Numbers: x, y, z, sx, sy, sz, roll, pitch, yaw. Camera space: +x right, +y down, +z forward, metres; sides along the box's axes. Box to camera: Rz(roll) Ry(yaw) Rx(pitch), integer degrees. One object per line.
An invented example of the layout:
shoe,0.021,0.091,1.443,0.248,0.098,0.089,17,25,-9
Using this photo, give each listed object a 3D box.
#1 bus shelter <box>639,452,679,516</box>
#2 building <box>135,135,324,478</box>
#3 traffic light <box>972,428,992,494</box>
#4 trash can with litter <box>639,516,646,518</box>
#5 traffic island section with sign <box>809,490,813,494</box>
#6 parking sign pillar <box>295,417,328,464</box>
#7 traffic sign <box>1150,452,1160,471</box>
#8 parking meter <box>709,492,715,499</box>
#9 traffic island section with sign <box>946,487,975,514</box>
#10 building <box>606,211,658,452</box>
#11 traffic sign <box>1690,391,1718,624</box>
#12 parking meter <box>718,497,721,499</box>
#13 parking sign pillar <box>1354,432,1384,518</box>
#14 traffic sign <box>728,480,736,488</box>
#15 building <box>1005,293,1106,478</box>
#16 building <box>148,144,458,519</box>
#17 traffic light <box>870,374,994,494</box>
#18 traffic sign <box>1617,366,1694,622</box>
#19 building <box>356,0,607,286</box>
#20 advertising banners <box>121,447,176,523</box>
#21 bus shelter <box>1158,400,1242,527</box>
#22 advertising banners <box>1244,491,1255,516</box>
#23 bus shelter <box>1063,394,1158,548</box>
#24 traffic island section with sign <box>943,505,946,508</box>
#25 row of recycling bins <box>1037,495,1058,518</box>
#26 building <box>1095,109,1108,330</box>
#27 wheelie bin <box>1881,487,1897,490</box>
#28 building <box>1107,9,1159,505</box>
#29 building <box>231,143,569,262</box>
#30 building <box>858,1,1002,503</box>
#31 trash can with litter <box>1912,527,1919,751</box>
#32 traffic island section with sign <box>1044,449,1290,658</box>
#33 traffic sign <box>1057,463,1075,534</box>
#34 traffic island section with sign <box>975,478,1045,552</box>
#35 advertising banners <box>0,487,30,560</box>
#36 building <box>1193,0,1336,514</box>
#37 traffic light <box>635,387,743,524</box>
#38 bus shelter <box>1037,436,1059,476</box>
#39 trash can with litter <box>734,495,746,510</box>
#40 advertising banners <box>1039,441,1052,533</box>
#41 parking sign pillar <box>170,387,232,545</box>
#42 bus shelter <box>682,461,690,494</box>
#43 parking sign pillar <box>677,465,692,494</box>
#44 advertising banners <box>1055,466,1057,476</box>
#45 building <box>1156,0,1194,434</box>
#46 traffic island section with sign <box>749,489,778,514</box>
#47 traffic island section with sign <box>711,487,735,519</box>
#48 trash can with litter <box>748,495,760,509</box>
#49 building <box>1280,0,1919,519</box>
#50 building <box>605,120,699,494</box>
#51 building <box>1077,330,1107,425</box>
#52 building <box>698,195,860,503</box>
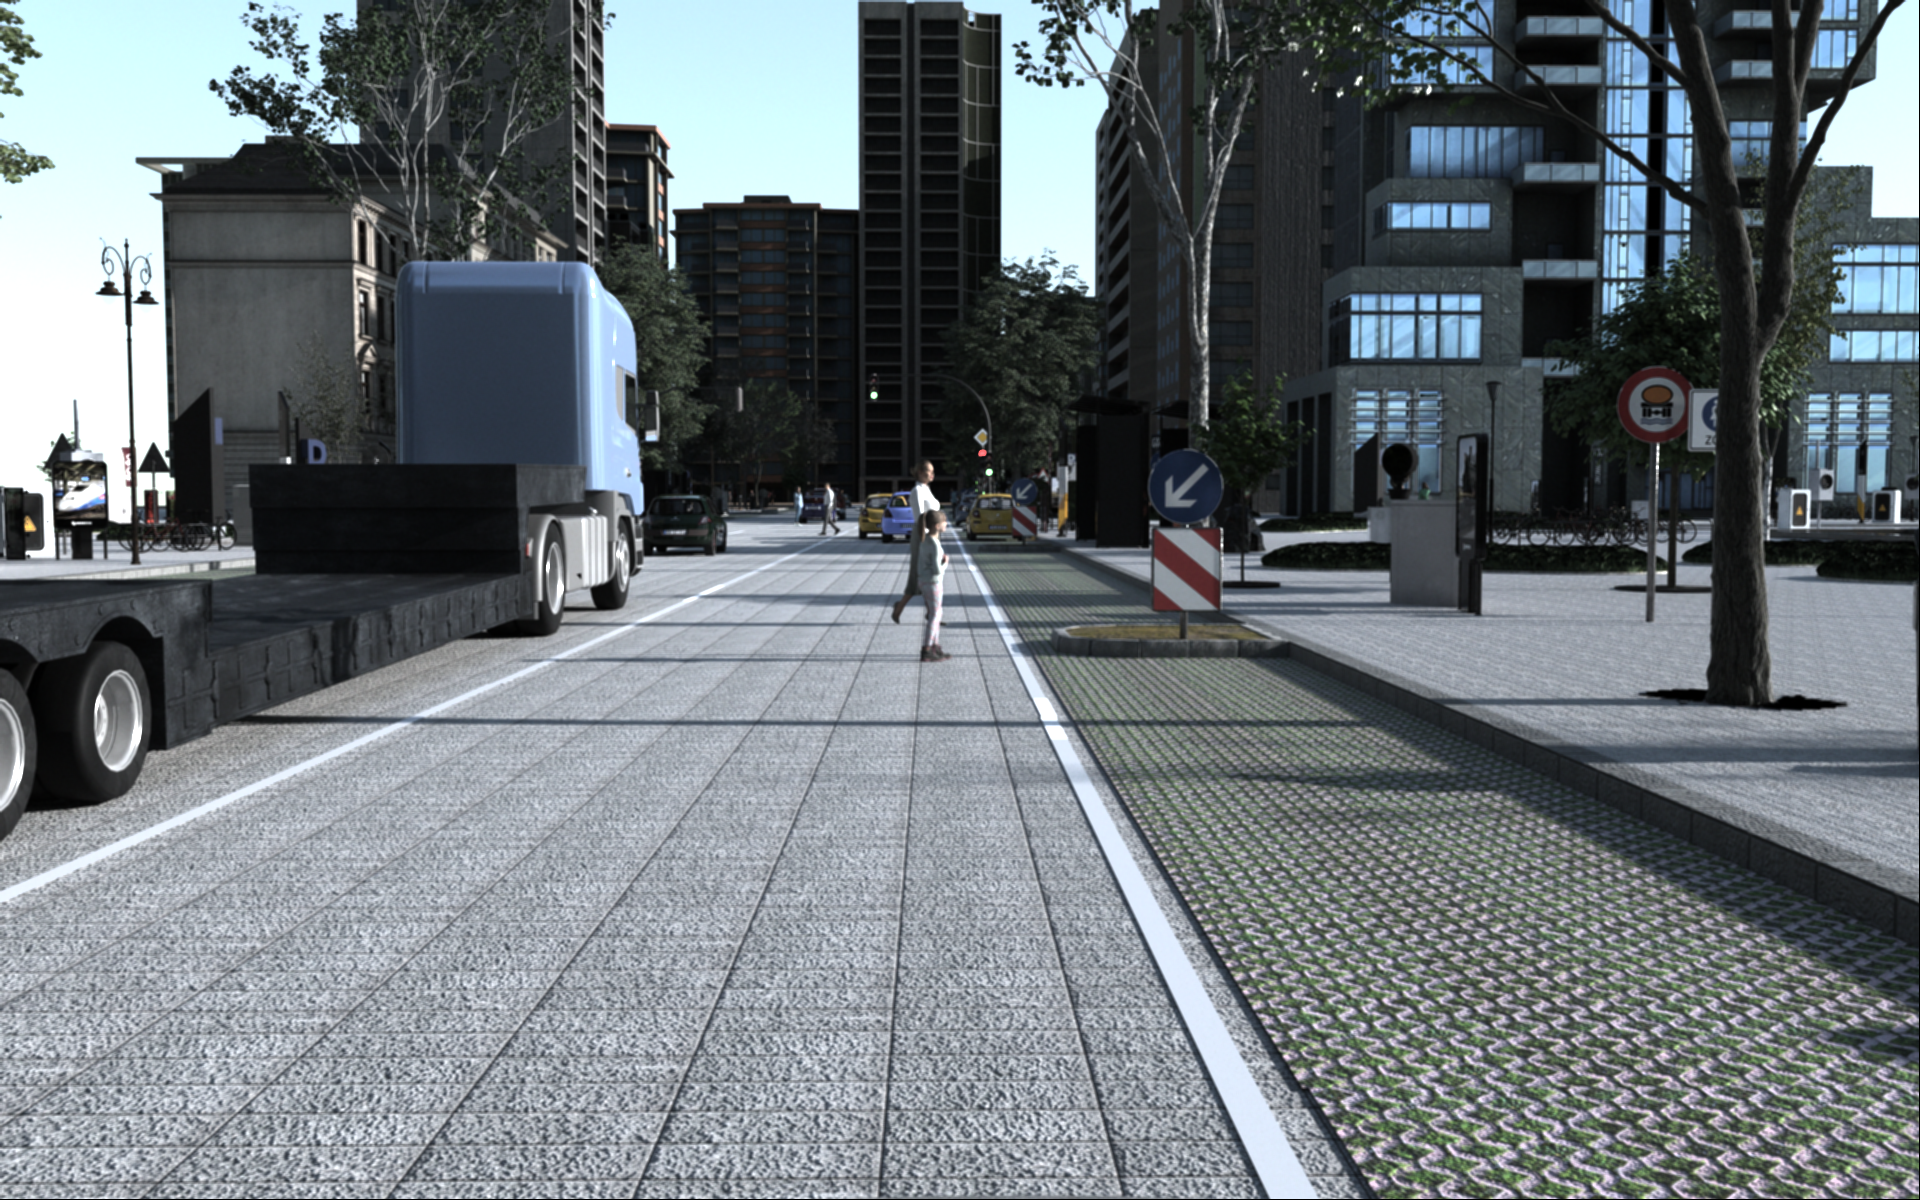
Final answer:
bus shelter,-17.457,-6.613,99.406,1.731,3.624,6.357,0,4,-1
building,-72.872,-30.698,193.791,23.993,40.220,32.217,0,4,-1
traffic light,0.946,-5.191,73.800,0.839,4.253,0.868,0,4,-1
trash can with litter,-17.588,-5.106,94.548,2.233,1.210,1.678,1,4,9
traffic island section with sign,-14.978,-10.203,175.448,1.989,1.847,2.006,0,4,-1
parking sign pillar,-23.024,-4.472,61.583,1.447,3.967,1.447,1,4,14
traffic sign,6.006,-3.138,51.416,0.768,2.556,0.104,0,4,1
parking meter,-16.047,-6.348,112.200,0.372,1.533,0.369,0,3,0
traffic island section with sign,0.199,-7.156,125.624,1.989,1.847,2.006,0,4,-1
building,-39.062,-24.766,176.617,14.160,30.474,14.107,0,4,-1
traffic sign,7.390,-0.904,16.911,0.606,2.300,0.079,0,4,2
parking meter,-16.251,-6.620,116.650,0.372,1.533,0.369,0,3,0
parking sign pillar,17.796,-5.317,75.409,1.447,3.967,1.447,-3,4,-37
traffic sign,-16.620,-7.591,126.241,0.606,2.300,0.079,0,4,8
building,13.681,-29.422,252.753,14.107,30.474,14.160,0,4,-1
building,-35.343,-14.180,96.474,10.561,19.102,19.286,0,4,-1
traffic light,-1.023,-5.564,65.642,4.771,5.953,1.251,0,4,-1
traffic sign,6.937,-1.053,17.329,0.768,2.556,0.104,0,4,6
building,-41.255,-44.022,158.012,20.563,71.187,20.611,0,4,-1
advertising banners,-30.342,-4.210,65.013,2.074,3.025,0.090,-3,5,-42
bus shelter,6.229,-3.363,46.272,1.731,3.624,6.357,0,4,-1
advertising banners,12.312,-5.028,78.388,2.074,3.025,0.090,0,4,-7
bus shelter,3.683,-3.221,43.939,1.731,3.624,6.357,0,4,-1
traffic island section with sign,-0.547,-10.236,175.992,1.989,1.847,2.006,0,4,-1
row of recycling bins,4.662,-5.347,94.537,3.534,1.692,1.069,0,4,5
building,34.785,-43.655,255.762,28.212,58.520,21.231,0,4,-1
wheelie bin,41.855,-4.286,77.978,0.980,1.594,0.693,0,4,5
building,26.263,-33.489,171.242,21.300,48.544,21.600,0,4,-1
building,-38.414,-17.594,120.940,16.112,22.955,30.059,0,4,-1
building,-4.228,-49.969,255.246,20.611,71.187,20.563,0,4,-1
trash can with litter,4.941,0.194,8.213,0.624,1.170,1.055,1,4,12
traffic island section with sign,1.864,-0.449,15.974,1.989,1.847,2.006,0,4,-1
traffic sign,3.382,-3.243,55.156,0.606,2.300,0.079,0,4,1
traffic island section with sign,1.453,-2.114,43.197,1.989,1.847,2.006,0,4,-1
advertising banners,-19.037,-2.300,33.798,2.074,3.025,0.090,1,4,18
building,22.942,-26.671,119.662,14.154,41.232,14.086,0,4,-1
traffic light,-11.623,-6.053,73.629,4.771,5.953,1.251,0,4,-1
bus shelter,6.304,-8.478,116.253,2.179,5.291,8.768,0,4,-1
trash can with litter,-17.306,-7.683,136.678,1.678,1.210,2.233,-1,4,-12
advertising banners,2.859,-3.771,57.843,0.090,3.025,2.074,0,4,-7
parking sign pillar,-19.394,-3.405,44.143,1.447,3.967,1.447,2,4,24
bus shelter,-20.133,-7.980,121.758,1.731,3.624,6.357,0,4,-1
parking sign pillar,-21.038,-8.742,131.399,1.447,3.967,1.447,0,4,-2
advertising banners,6.506,-6.727,106.175,0.090,3.025,2.074,-3,4,-37
building,23.951,-30.064,141.656,14.600,45.320,14.200,0,4,-1
traffic island section with sign,-14.210,-7.137,125.318,1.989,1.847,2.006,0,4,-1
traffic island section with sign,-13.799,-5.485,98.302,1.989,1.847,2.006,0,4,-1
trash can with litter,-17.323,-8.231,145.958,1.055,1.170,0.624,-3,5,-40
building,34.271,-47.933,96.369,31.000,86.520,22.319,0,4,-1
building,-46.525,-33.314,199.309,28.867,44.769,22.147,0,4,-1
building,28.325,-21.545,197.304,27.650,21.520,28.899,0,4,-1
building,-28.975,-36.809,256.451,28.867,44.769,22.147,0,4,-1
